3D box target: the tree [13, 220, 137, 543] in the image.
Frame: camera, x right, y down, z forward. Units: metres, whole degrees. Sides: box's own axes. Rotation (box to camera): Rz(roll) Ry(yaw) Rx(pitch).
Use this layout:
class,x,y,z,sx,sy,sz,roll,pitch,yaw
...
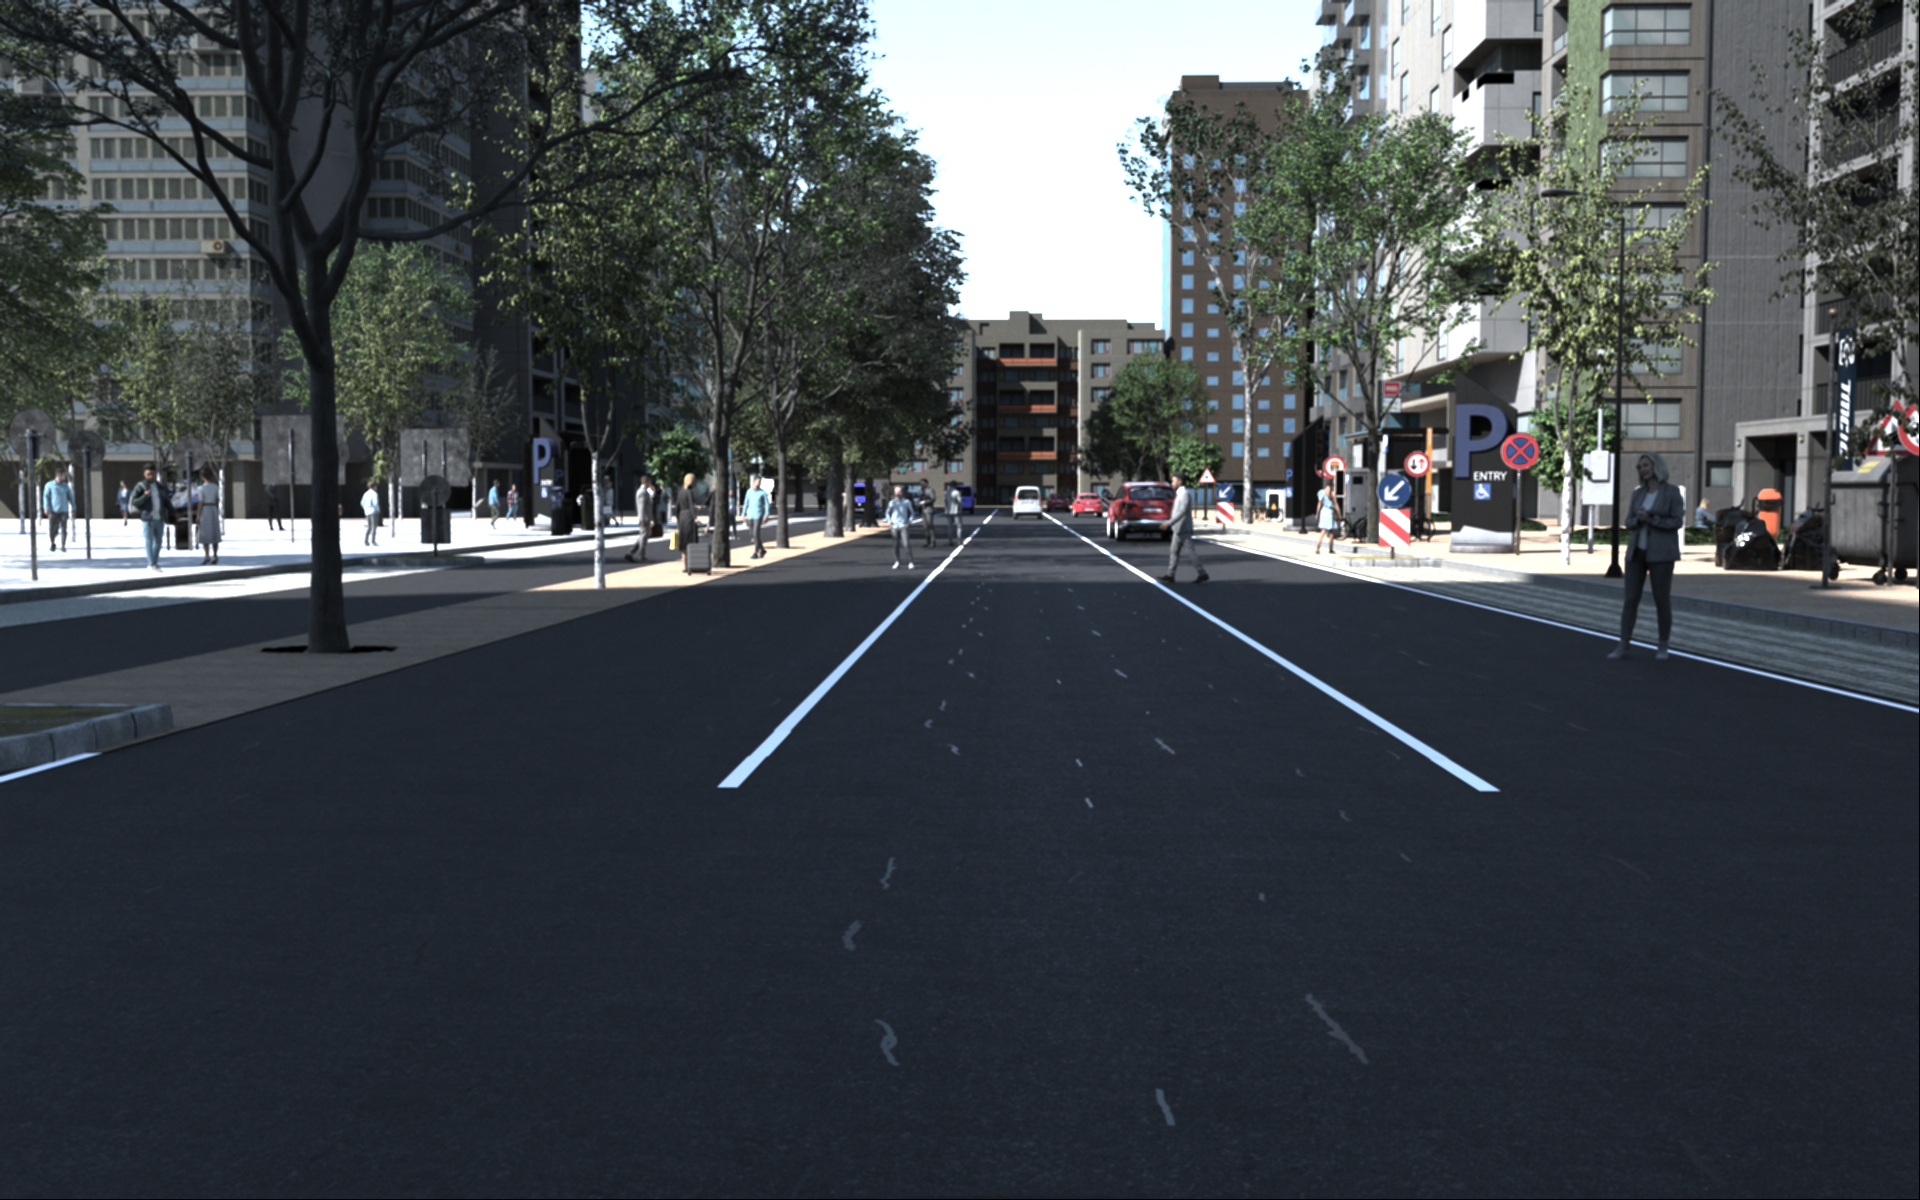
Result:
class,x,y,z,sx,sy,sz,roll,pitch,yaw
tree,-23.606,-5.808,45.319,4.737,8.622,4.395,0,3,0

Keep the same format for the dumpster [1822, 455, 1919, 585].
class,x,y,z,sx,sy,sz,roll,pitch,yaw
dumpster,13.477,-1.177,24.997,1.264,1.857,1.865,0,4,2

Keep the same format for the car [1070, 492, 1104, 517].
class,x,y,z,sx,sy,sz,roll,pitch,yaw
car,7.971,-6.070,108.286,2.155,1.783,4.494,0,4,2

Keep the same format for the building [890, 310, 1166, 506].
class,x,y,z,sx,sy,sz,roll,pitch,yaw
building,7.496,-21.467,196.029,28.899,21.520,27.650,0,4,2

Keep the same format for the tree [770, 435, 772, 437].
class,x,y,z,sx,sy,sz,roll,pitch,yaw
tree,-12.061,-8.909,96.028,4.737,8.622,4.395,0,3,0

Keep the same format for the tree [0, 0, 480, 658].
class,x,y,z,sx,sy,sz,roll,pitch,yaw
tree,-5.686,-6.256,15.113,12.009,13.543,11.850,0,3,0

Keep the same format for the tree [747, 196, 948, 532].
class,x,y,z,sx,sy,sz,roll,pitch,yaw
tree,-4.215,-8.842,65.145,7.486,12.596,7.792,0,3,0

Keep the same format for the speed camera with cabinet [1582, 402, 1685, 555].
class,x,y,z,sx,sy,sz,roll,pitch,yaw
speed camera with cabinet,14.426,-2.614,37.076,2.038,3.252,0.660,1,4,22

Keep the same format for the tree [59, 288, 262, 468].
class,x,y,z,sx,sy,sz,roll,pitch,yaw
tree,-36.041,-8.811,78.471,7.601,10.594,8.767,3,5,44

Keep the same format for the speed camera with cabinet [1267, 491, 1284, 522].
class,x,y,z,sx,sy,sz,roll,pitch,yaw
speed camera with cabinet,15.295,-5.297,80.934,0.660,3.252,2.038,-3,5,-40

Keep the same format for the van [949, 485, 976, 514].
class,x,y,z,sx,sy,sz,roll,pitch,yaw
van,0.052,-7.378,125.009,2.240,2.365,5.245,0,3,0

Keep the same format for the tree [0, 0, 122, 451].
class,x,y,z,sx,sy,sz,roll,pitch,yaw
tree,-19.044,-6.841,29.974,7.486,12.596,7.792,0,3,0

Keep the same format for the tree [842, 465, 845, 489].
class,x,y,z,sx,sy,sz,roll,pitch,yaw
tree,-10.460,-12.055,147.455,4.737,8.622,4.395,0,3,0

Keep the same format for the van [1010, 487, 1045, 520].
class,x,y,z,sx,sy,sz,roll,pitch,yaw
van,3.867,-5.608,98.695,2.013,2.044,4.112,0,4,2

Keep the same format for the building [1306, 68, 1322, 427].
class,x,y,z,sx,sy,sz,roll,pitch,yaw
building,48.112,-34.675,190.635,21.600,48.544,21.300,0,4,2

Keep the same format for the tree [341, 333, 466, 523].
class,x,y,z,sx,sy,sz,roll,pitch,yaw
tree,-24.954,-7.721,76.602,4.360,8.622,3.978,0,3,0

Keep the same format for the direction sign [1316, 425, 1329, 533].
class,x,y,z,sx,sy,sz,roll,pitch,yaw
direction sign,11.982,-3.991,57.256,0.379,3.537,0.876,3,4,38

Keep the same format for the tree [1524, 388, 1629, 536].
class,x,y,z,sx,sy,sz,roll,pitch,yaw
tree,18.941,-4.272,53.562,4.285,4.588,4.351,0,3,0

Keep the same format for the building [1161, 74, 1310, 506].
class,x,y,z,sx,sy,sz,roll,pitch,yaw
building,29.455,-32.924,188.412,14.200,45.320,14.600,0,4,2

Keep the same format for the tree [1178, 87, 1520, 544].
class,x,y,z,sx,sy,sz,roll,pitch,yaw
tree,10.608,-7.266,44.547,9.928,11.665,9.643,0,3,0

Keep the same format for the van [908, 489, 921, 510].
class,x,y,z,sx,sy,sz,roll,pitch,yaw
van,-4.211,-8.943,153.235,2.013,2.044,4.112,0,4,1

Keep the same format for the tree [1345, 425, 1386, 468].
class,x,y,z,sx,sy,sz,roll,pitch,yaw
tree,20.012,-6.022,82.168,4.285,4.588,4.351,0,3,0

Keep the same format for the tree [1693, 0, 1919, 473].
class,x,y,z,sx,sy,sz,roll,pitch,yaw
tree,10.931,-4.236,19.627,4.360,8.622,3.978,0,3,0

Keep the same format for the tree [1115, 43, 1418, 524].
class,x,y,z,sx,sy,sz,roll,pitch,yaw
tree,13.534,-13.242,72.400,12.611,20.169,13.585,0,3,0

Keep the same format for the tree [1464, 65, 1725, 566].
class,x,y,z,sx,sy,sz,roll,pitch,yaw
tree,11.075,-4.915,30.718,4.737,8.622,4.395,0,3,0

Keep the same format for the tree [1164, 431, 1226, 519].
class,x,y,z,sx,sy,sz,roll,pitch,yaw
tree,12.255,-6.527,90.428,4.285,4.588,4.351,0,3,0

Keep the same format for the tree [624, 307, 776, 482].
class,x,y,z,sx,sy,sz,roll,pitch,yaw
tree,-11.926,-9.220,85.162,8.767,10.594,7.601,-2,4,-34

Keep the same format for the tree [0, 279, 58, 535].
class,x,y,z,sx,sy,sz,roll,pitch,yaw
tree,-29.892,-6.374,54.576,4.360,8.622,3.978,0,3,0

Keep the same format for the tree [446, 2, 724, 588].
class,x,y,z,sx,sy,sz,roll,pitch,yaw
tree,-5.415,-4.459,25.722,4.737,8.622,4.395,0,3,0

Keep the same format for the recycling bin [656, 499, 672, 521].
class,x,y,z,sx,sy,sz,roll,pitch,yaw
recycling bin,-14.054,-4.251,82.064,0.722,1.027,0.722,-1,4,-13

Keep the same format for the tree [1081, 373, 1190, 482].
class,x,y,z,sx,sy,sz,roll,pitch,yaw
tree,13.247,-11.993,130.502,8.767,10.594,7.601,0,4,6

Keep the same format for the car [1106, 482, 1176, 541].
class,x,y,z,sx,sy,sz,roll,pitch,yaw
car,5.763,-2.782,54.165,2.281,1.827,5.304,0,4,1

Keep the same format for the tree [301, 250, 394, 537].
class,x,y,z,sx,sy,sz,roll,pitch,yaw
tree,-16.996,-6.146,50.849,4.737,8.622,4.395,0,3,0

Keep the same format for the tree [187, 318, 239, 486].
class,x,y,z,sx,sy,sz,roll,pitch,yaw
tree,-27.432,-6.686,59.686,4.737,8.622,4.395,0,3,0

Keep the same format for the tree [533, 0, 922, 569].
class,x,y,z,sx,sy,sz,roll,pitch,yaw
tree,-4.517,-6.411,33.025,9.928,11.665,9.643,0,3,0

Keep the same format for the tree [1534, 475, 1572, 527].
class,x,y,z,sx,sy,sz,roll,pitch,yaw
tree,23.610,-4.530,68.671,1.663,3.219,1.824,0,3,0

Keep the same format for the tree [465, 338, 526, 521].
class,x,y,z,sx,sy,sz,roll,pitch,yaw
tree,-23.139,-8.104,82.865,4.360,8.622,3.978,0,3,0

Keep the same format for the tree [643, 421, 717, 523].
class,x,y,z,sx,sy,sz,roll,pitch,yaw
tree,-12.531,-5.707,77.018,4.285,4.588,4.351,0,3,0

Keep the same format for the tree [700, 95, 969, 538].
class,x,y,z,sx,sy,sz,roll,pitch,yaw
tree,-4.136,-9.005,56.341,9.857,13.997,8.962,0,3,0

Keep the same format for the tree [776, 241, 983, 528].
class,x,y,z,sx,sy,sz,roll,pitch,yaw
tree,-3.883,-9.437,73.767,9.611,12.733,9.660,0,3,0

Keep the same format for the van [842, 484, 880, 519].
class,x,y,z,sx,sy,sz,roll,pitch,yaw
van,-5.849,-6.039,103.123,2.240,2.365,5.245,0,4,0

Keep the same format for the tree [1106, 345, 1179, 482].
class,x,y,z,sx,sy,sz,roll,pitch,yaw
tree,14.043,-11.981,121.638,9.928,11.665,9.643,0,3,0

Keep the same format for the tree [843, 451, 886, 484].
class,x,y,z,sx,sy,sz,roll,pitch,yaw
tree,-9.592,-13.809,160.191,8.767,10.594,7.601,-1,4,-21

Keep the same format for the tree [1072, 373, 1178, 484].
class,x,y,z,sx,sy,sz,roll,pitch,yaw
tree,15.297,-14.617,155.989,9.611,12.733,9.660,0,3,0

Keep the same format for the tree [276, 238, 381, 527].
class,x,y,z,sx,sy,sz,roll,pitch,yaw
tree,-22.662,-8.665,67.434,9.928,11.665,9.643,0,3,0

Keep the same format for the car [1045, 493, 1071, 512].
class,x,y,z,sx,sy,sz,roll,pitch,yaw
car,7.868,-7.948,138.989,2.155,1.783,4.494,0,4,2

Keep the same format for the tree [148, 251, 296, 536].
class,x,y,z,sx,sy,sz,roll,pitch,yaw
tree,-22.694,-6.292,53.244,4.360,8.622,3.978,0,3,0
